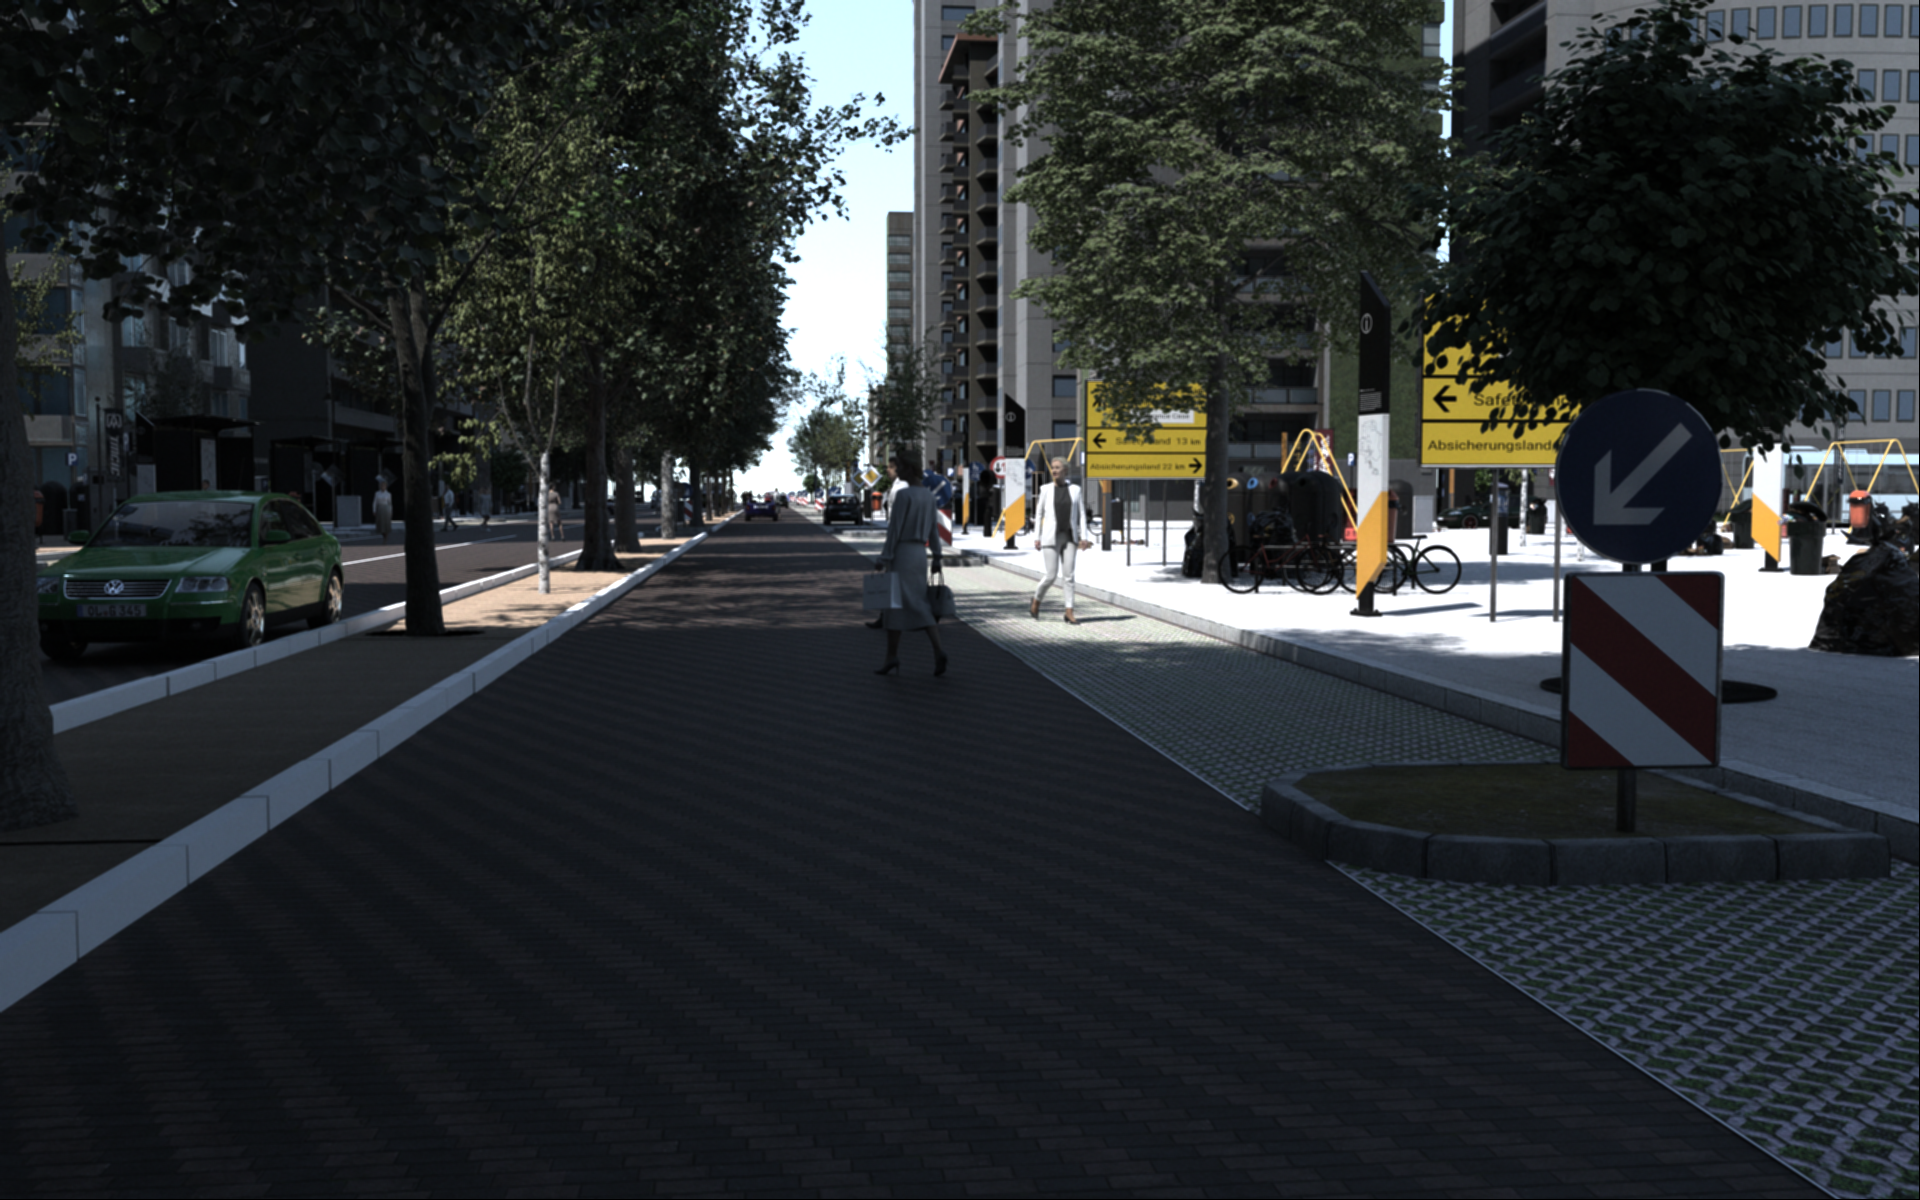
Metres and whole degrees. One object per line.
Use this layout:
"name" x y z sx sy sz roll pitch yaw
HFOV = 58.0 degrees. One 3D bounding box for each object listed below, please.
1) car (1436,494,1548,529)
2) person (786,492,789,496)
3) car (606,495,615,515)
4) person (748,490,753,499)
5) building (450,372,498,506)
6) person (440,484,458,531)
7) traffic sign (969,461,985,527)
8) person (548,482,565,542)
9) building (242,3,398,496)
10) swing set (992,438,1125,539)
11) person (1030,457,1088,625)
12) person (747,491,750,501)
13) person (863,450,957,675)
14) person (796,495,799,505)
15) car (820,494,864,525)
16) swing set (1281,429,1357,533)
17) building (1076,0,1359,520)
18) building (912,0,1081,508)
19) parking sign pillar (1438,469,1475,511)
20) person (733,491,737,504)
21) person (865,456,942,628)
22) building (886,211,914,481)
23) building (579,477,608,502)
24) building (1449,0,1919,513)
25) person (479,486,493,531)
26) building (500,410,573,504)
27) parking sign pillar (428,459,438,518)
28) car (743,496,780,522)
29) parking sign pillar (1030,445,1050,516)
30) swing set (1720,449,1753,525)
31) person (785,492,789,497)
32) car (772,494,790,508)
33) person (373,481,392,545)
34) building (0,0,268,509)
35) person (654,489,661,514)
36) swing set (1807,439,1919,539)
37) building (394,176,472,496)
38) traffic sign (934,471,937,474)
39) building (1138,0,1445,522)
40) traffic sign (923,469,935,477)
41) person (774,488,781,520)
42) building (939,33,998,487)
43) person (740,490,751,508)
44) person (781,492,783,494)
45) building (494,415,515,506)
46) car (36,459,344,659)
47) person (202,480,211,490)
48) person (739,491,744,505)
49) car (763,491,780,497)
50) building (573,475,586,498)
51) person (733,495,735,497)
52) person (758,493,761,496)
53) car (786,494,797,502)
"car" 20.641 -3.509 67.153 4.222 1.686 2.009 0 4 -6
"person" -29.510 -17.674 298.178 1.217 1.736 0.721 -3 4 -38
"car" -24.782 -6.606 120.596 1.945 1.354 3.894 0 4 -5
"person" -22.479 -10.915 186.598 0.705 1.869 1.348 -3 4 -38
"building" -54.326 -31.911 171.847 14.600 45.320 14.200 0 4 -6
"person" -19.900 -3.594 67.368 0.679 1.850 0.850 3 5 43
"traffic sign" 0.605 -4.119 67.450 0.768 2.556 0.104 0 4 3
"person" -12.202 -2.648 52.128 0.599 1.781 0.374 0 4 -8
"building" -52.796 -30.400 120.747 21.300 48.544 21.600 0 4 -6
"swing set" 2.743 -3.184 49.674 2.862 2.851 3.119 -2 4 -23
"person" 1.073 -0.658 19.140 0.514 1.842 0.818 -2 4 -29
"person" -23.553 -11.277 193.555 0.721 1.739 1.217 0 4 3
"person" -0.386 -0.294 13.656 0.694 1.780 0.624 -3 4 -37
"person" -21.343 -13.453 229.012 0.434 1.755 0.990 -2 4 -34
"car" -5.418 -4.295 80.004 2.009 1.686 4.222 0 4 -7
"swing set" 8.702 -2.770 42.909 2.862 2.851 3.119 1 4 17
"building" 13.766 -25.524 100.904 14.154 41.232 14.086 0 4 -6
"building" 5.288 -39.851 193.565 21.231 58.520 28.212 0 4 -6
"parking sign pillar" 21.354 -5.242 74.173 1.447 3.967 1.447 0 4 4
"person" -33.698 -15.376 259.881 0.705 1.826 1.348 1 4 20
"person" -0.590 -0.603 18.465 0.850 1.850 0.679 1 4 14
"building" -3.857 -34.802 252.604 14.154 41.232 14.086 0 4 -6
"building" -65.393 -36.638 282.620 14.154 41.232 14.086 0 4 -6
"building" 42.948 -33.606 91.462 28.212 58.520 21.231 0 4 -6
"person" -18.357 -3.525 66.889 0.760 1.731 0.466 3 4 39
"building" -61.455 -33.927 238.292 14.154 41.232 14.086 0 4 -6
"parking sign pillar" -29.139 -6.465 94.181 1.447 3.967 1.447 1 4 15
"car" -10.496 -4.835 91.630 1.945 1.354 3.894 0 4 -5
"parking sign pillar" 4.598 -6.533 95.284 1.447 3.967 1.447 0 4 -6
"swing set" 27.309 -3.861 60.750 2.862 2.851 3.119 0 4 -8
"person" -27.143 -15.869 268.675 1.217 1.735 0.721 0 4 -4
"car" -18.074 -10.017 173.561 2.009 1.686 4.222 0 4 -5
"person" -16.186 -2.441 48.638 0.478 1.798 0.641 0 4 0
"building" -49.977 -28.579 86.872 23.786 49.044 30.456 0 4 -6
"person" -21.920 -7.157 125.865 0.624 1.780 0.694 -2 4 -34
"swing set" 26.504 -3.264 50.984 2.862 2.851 3.119 0 4 -6
"building" -58.160 -34.314 150.270 28.713 52.752 27.495 0 4 -6
"traffic sign" -1.489 -5.829 95.411 0.768 2.556 0.104 0 4 3
"building" 14.405 -24.543 84.869 14.086 41.232 14.154 0 4 -6
"traffic sign" -1.644 -5.451 89.232 0.768 2.556 0.104 0 4 1
"person" -10.169 -5.368 96.491 0.478 1.798 0.641 -2 4 -29
"building" 9.538 -31.263 165.774 22.147 44.769 28.867 0 4 -6
"person" -20.193 -9.471 163.378 1.348 1.821 0.705 -2 4 -30
"person" -22.835 -13.065 222.794 1.217 1.739 0.721 2 4 27
"building" -59.238 -45.856 187.998 20.563 71.187 20.611 0 4 -6
"car" -7.219 -0.473 16.525 1.959 1.807 4.718 0 4 -6
"person" -19.749 -2.256 45.478 0.635 1.810 0.391 3 5 43
"person" -29.552 -13.917 235.974 1.348 1.831 0.705 1 4 23
"car" -22.063 -11.962 204.253 2.281 1.827 5.304 0 4 -8
"building" -69.034 -39.143 259.589 23.786 49.044 30.456 0 4 -6
"person" -37.776 -16.960 286.531 1.217 1.736 0.721 -2 4 -24
"person" -33.381 -17.018 288.205 0.593 1.643 0.415 -2 4 -33
"car" -27.652 -16.724 283.034 1.945 1.707 3.694 0 4 -8
